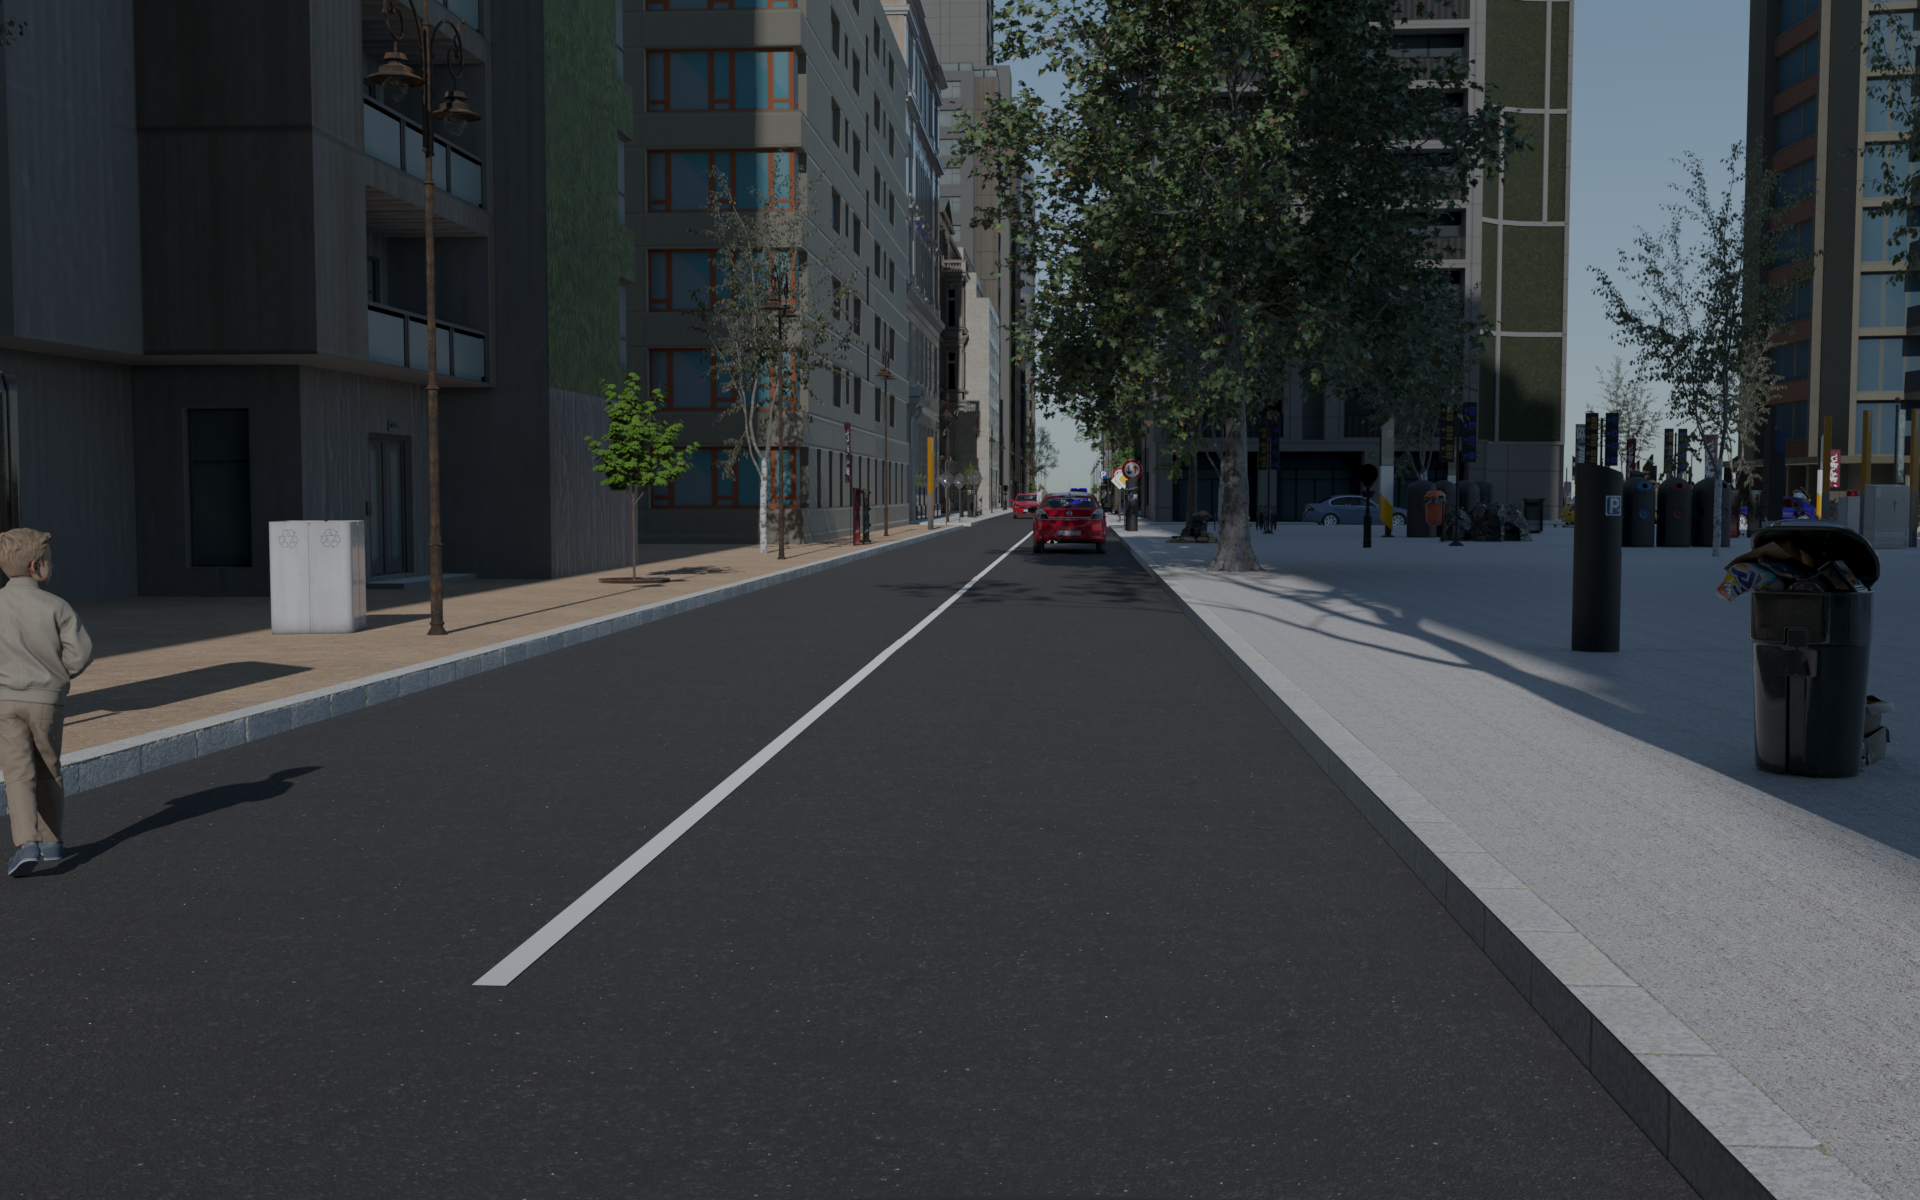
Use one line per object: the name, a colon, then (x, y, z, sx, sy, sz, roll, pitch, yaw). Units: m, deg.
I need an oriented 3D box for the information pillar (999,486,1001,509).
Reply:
information pillar: (3.385, -9.051, 152.482, 0.304, 2.012, 0.304, 3, 5, 44)

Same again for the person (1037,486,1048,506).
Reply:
person: (4.169, -4.759, 86.415, 0.679, 1.850, 0.850, 0, 4, -4)

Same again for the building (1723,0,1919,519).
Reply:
building: (54.237, -26.408, 86.397, 28.867, 44.769, 22.147, 0, 4, 4)

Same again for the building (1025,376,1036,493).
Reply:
building: (-2.459, -25.892, 268.367, 27.650, 21.520, 28.899, 0, 4, 4)

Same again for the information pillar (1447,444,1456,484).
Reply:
information pillar: (21.938, -5.241, 77.042, 0.504, 3.616, 0.183, 0, 4, -2)

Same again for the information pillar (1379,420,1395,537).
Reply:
information pillar: (12.633, -3.664, 51.269, 0.504, 3.616, 0.183, -2, 4, -27)

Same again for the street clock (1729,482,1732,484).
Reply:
street clock: (46.870, -6.150, 105.119, 0.471, 2.002, 0.358, 1, 4, 11)

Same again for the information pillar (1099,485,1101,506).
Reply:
information pillar: (11.770, -8.566, 144.551, 0.304, 2.012, 0.304, -1, 4, -12)

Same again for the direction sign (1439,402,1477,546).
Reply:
direction sign: (12.271, -3.103, 42.729, 0.876, 3.537, 0.379, 0, 4, 5)

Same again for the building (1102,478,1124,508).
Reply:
building: (31.957, -30.473, 190.108, 32.217, 40.220, 23.993, 0, 4, 4)

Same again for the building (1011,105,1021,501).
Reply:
building: (-0.304, -33.349, 195.371, 14.600, 45.320, 14.200, 0, 4, 4)

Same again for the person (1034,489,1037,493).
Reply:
person: (5.083, -6.681, 118.087, 0.721, 1.781, 0.623, 0, 4, -8)

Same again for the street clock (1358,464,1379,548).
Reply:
street clock: (9.728, -2.247, 41.316, 0.471, 2.002, 0.358, 1, 4, 18)

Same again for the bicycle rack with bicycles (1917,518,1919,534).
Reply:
bicycle rack with bicycles: (30.115, -2.586, 55.669, 2.925, 0.926, 2.852, 1, 4, 15)

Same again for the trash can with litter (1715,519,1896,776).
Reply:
trash can with litter: (4.034, 0.195, 8.193, 0.624, 1.170, 1.055, 3, 5, 39)

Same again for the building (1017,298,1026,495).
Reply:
building: (2.119, -29.026, 246.270, 14.160, 30.474, 14.107, 0, 4, 4)

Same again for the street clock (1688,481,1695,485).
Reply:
street clock: (39.802, -5.496, 94.433, 0.471, 2.002, 0.358, 1, 4, 21)

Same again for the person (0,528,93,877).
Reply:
person: (-3.561, 0.378, 6.588, 0.475, 1.303, 0.640, -2, 4, -31)

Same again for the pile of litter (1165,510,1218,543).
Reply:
pile of litter: (6.244, -1.925, 45.440, 1.719, 0.858, 1.176, 3, 5, 45)

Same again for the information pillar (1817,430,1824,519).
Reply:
information pillar: (29.658, -4.171, 59.551, 0.504, 3.616, 0.183, -3, 4, -36)

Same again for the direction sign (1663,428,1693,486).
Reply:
direction sign: (24.669, -4.146, 59.779, 0.876, 3.537, 0.379, -1, 4, -12)

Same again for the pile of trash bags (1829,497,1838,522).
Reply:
pile of trash bags: (33.076, -3.260, 63.048, 1.912, 1.369, 3.447, -1, 4, -23)

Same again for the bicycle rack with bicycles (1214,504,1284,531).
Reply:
bicycle rack with bicycles: (10.311, -2.950, 61.611, 2.852, 0.926, 2.925, 2, 4, 23)

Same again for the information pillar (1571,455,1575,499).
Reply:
information pillar: (36.972, -6.891, 104.014, 0.504, 3.616, 0.183, 2, 4, 32)

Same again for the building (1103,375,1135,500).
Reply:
building: (27.525, -34.526, 248.090, 14.154, 41.232, 14.086, 0, 4, 4)

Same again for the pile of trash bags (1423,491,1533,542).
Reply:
pile of trash bags: (13.847, -2.279, 47.021, 3.447, 1.369, 1.912, -2, 4, -35)

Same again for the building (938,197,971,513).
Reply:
building: (-6.594, -18.236, 117.241, 14.460, 24.649, 34.723, 0, 4, 4)

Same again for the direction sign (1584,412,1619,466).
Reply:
direction sign: (17.842, -3.439, 48.227, 0.876, 3.537, 0.379, 1, 4, 13)

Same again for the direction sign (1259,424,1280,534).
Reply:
direction sign: (9.987, -3.915, 56.013, 0.379, 3.537, 0.876, -3, 4, -37)

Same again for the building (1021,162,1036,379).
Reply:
building: (2.022, -46.126, 296.152, 21.231, 58.520, 28.212, 0, 4, 4)

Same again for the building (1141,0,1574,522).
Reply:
building: (19.836, -39.629, 86.189, 20.611, 71.187, 20.563, 0, 4, 4)

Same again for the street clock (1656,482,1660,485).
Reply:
street clock: (42.183, -6.125, 104.715, 0.358, 2.002, 0.471, 2, 4, 26)

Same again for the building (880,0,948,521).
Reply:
building: (-7.983, -18.586, 89.780, 13.634, 28.700, 20.117, 0, 4, 4)

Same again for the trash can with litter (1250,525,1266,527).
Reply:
trash can with litter: (11.094, -3.482, 67.990, 2.233, 1.210, 1.678, 0, 4, -8)

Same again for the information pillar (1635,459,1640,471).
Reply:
information pillar: (45.339, -7.635, 116.187, 0.504, 3.616, 0.183, 2, 4, 28)

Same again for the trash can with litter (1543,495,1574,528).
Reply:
trash can with litter: (23.516, -3.385, 66.395, 2.233, 1.210, 1.678, 1, 4, 14)

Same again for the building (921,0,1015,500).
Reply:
building: (-4.745, -45.212, 177.470, 20.563, 71.187, 20.611, 0, 4, 4)

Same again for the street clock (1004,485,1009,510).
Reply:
street clock: (3.662, -8.228, 139.098, 0.358, 2.002, 0.471, -3, 5, -41)

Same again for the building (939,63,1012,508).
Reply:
building: (-2.498, -29.190, 160.857, 14.154, 41.232, 14.086, 0, 4, 4)

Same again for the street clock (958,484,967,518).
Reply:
street clock: (0.105, -5.519, 94.813, 0.471, 2.002, 0.358, 1, 4, 15)

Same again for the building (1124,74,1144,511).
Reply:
building: (23.762, -29.485, 136.706, 22.147, 44.769, 28.867, 0, 4, 4)

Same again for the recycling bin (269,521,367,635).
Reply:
recycling bin: (-5.988, -0.222, 16.177, 0.722, 1.027, 0.722, -1, 4, -8)

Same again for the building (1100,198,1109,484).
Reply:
building: (37.859, -43.290, 297.033, 28.713, 52.752, 27.495, 0, 4, 4)
